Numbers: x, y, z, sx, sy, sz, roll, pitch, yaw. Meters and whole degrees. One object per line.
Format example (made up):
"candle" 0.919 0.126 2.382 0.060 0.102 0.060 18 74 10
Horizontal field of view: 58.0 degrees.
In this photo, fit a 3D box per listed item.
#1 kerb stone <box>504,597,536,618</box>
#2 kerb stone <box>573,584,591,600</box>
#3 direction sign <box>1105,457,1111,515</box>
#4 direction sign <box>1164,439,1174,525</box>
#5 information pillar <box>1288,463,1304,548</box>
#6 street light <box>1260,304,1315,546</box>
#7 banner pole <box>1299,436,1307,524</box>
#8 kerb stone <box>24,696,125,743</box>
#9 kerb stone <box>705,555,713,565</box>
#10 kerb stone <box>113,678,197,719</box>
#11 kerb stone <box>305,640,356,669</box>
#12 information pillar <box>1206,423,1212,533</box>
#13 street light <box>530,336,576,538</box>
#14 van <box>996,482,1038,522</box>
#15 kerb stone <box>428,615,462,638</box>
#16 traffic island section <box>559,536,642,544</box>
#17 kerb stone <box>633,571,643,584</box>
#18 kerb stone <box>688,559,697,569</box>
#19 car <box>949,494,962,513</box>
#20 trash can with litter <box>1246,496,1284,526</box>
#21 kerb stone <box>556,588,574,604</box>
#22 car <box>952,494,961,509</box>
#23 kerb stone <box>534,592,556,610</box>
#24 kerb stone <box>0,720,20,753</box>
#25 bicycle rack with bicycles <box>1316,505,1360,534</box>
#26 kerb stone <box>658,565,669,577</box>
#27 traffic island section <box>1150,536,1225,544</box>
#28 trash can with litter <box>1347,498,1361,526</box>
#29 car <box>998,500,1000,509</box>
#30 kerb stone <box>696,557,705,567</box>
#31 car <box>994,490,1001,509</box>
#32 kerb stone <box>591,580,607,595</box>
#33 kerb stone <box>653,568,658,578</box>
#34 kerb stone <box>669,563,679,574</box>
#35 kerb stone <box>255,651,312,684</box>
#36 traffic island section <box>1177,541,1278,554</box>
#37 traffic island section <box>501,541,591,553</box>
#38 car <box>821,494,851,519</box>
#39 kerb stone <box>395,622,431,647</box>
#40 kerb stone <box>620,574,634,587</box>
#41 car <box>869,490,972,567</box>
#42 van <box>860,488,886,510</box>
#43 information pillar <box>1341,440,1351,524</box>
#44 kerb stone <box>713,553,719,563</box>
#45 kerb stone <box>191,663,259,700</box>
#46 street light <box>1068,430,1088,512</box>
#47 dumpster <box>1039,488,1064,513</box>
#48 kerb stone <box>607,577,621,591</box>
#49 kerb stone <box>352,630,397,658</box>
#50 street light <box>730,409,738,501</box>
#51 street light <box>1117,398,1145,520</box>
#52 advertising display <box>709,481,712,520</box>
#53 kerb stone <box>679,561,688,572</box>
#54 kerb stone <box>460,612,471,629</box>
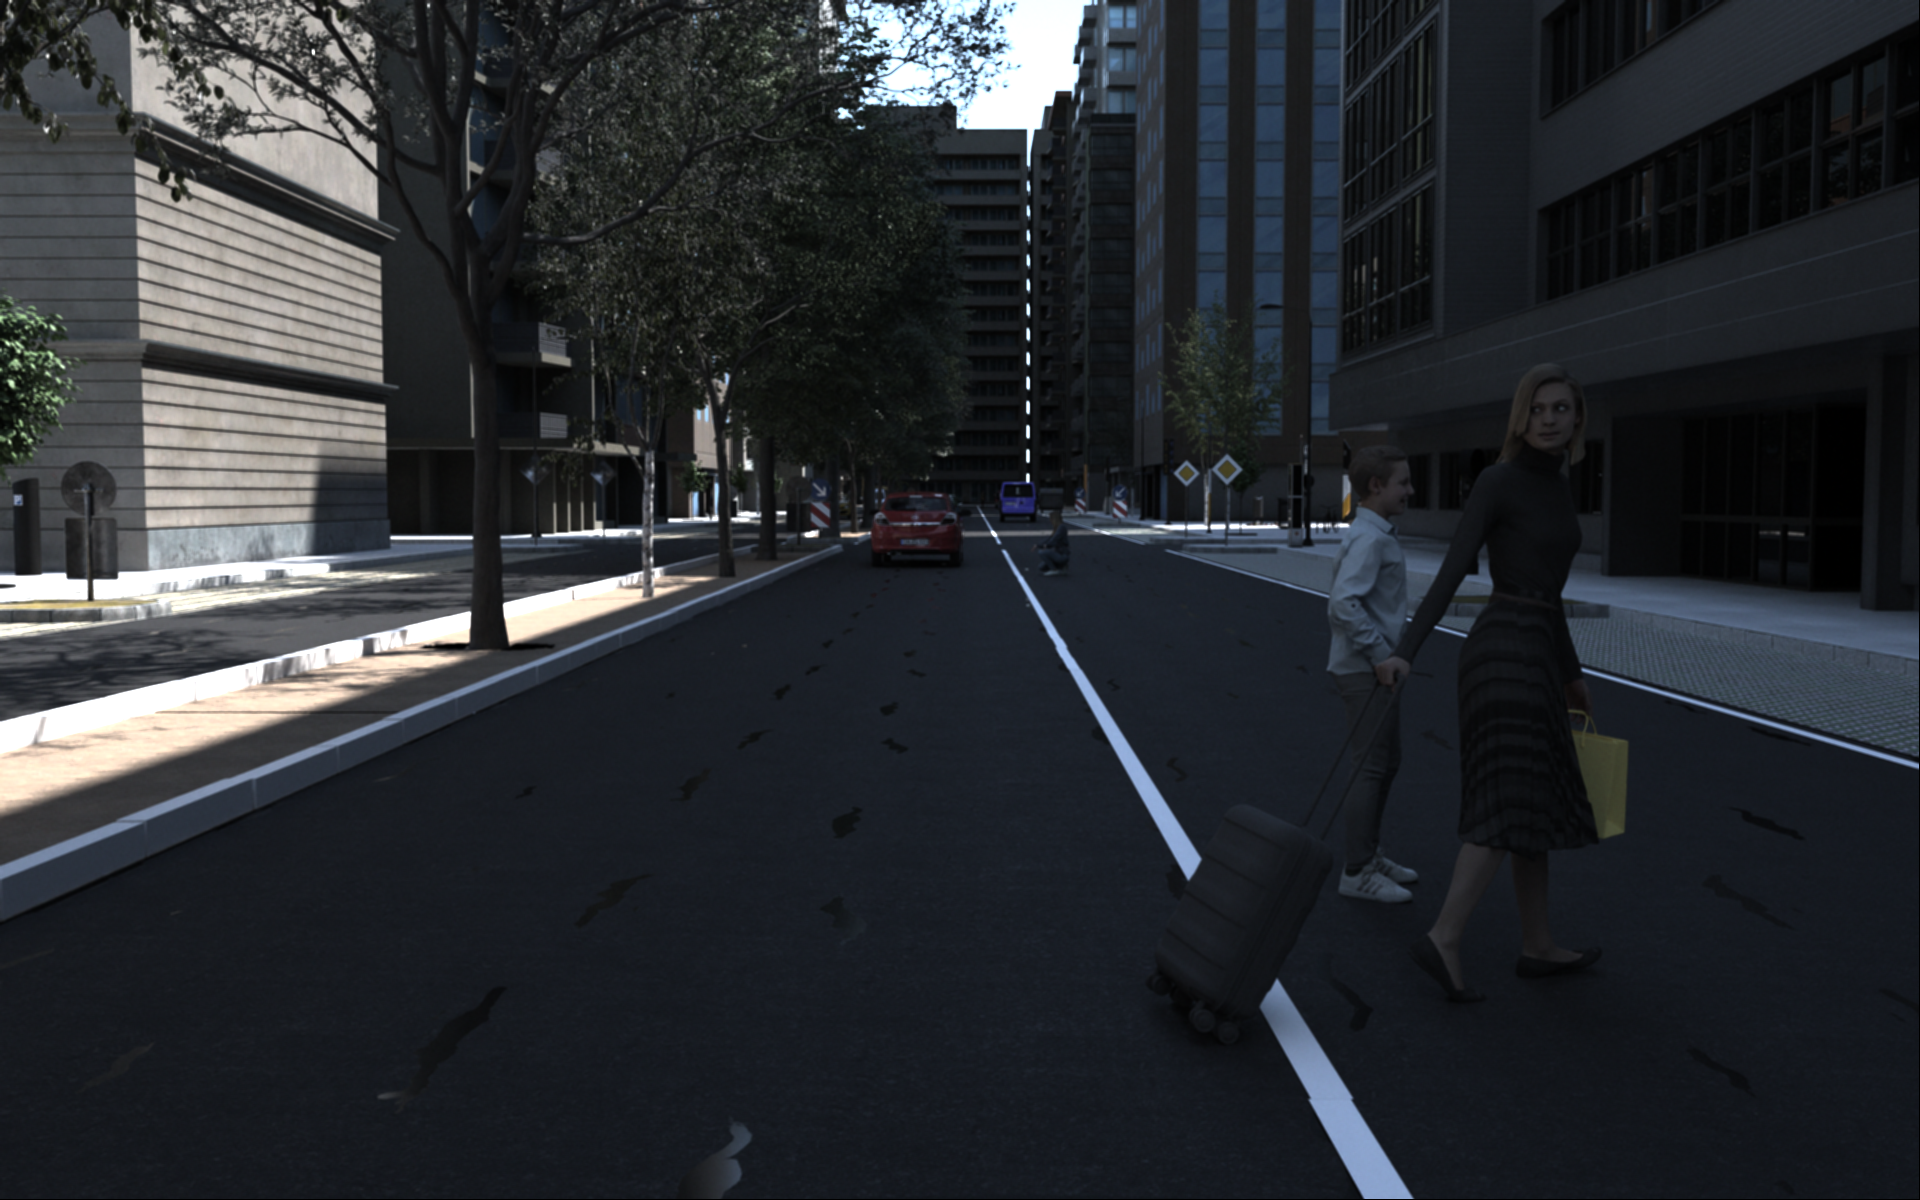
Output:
"kerb stone" -5.273 0.095 20.644 0.120 0.150 1.000 0 4 0
"kerb stone" -5.255 -0.093 23.713 0.120 0.150 1.000 0 4 0
"direction sign" 9.153 -7.046 107.196 0.379 3.537 0.876 1 4 18
"direction sign" 8.597 -4.855 71.379 0.379 3.537 0.876 -1 4 -20
"information pillar" 8.054 -2.266 41.548 0.304 2.012 0.304 0 4 -3
"street light" 8.011 -4.273 42.401 1.470 5.913 1.316 0 4 0
"banner pole" 14.766 -5.154 74.284 0.863 3.779 0.401 -2 4 -34
"kerb stone" -5.334 0.722 10.393 0.120 0.150 1.000 0 4 0
"kerb stone" -5.190 -0.784 35.019 0.120 0.150 1.000 0 4 0
"kerb stone" -5.330 0.659 11.418 0.120 0.150 1.000 0 4 0
"kerb stone" -5.313 0.472 14.498 0.120 0.150 1.000 0 4 0
"information pillar" 8.187 -4.003 56.802 0.183 3.616 0.504 0 4 7
"street light" -11.939 -4.790 50.860 1.470 5.913 1.316 0 4 0
"van" 3.004 -5.253 90.268 2.240 2.365 5.245 0 4 1
"kerb stone" -5.288 0.283 17.573 0.120 0.150 1.000 0 4 0
"traffic island section" -10.488 -1.752 50.929 2.009 0.180 2.903 0 4 0
"kerb stone" -5.232 -0.343 27.828 0.120 0.150 1.000 0 4 0
"kerb stone" -5.197 -0.656 32.970 0.120 0.150 1.000 0 4 0
"car" -0.954 -4.363 83.132 2.131 1.459 4.920 0 4 0
"trash can with litter" 12.473 -3.632 70.448 2.233 1.210 1.678 -3 4 -38
"kerb stone" -5.263 -0.026 22.692 0.120 0.150 1.000 0 4 0
"car" -0.973 -9.522 167.486 2.131 1.459 4.920 0 4 1
"kerb stone" -5.268 0.032 21.666 0.120 0.150 1.000 0 4 0
"kerb stone" -5.337 0.784 9.371 0.120 0.150 1.000 0 4 0
"bicycle rack with bicycles" 12.871 -2.652 56.745 2.852 0.926 2.925 1 4 20
"kerb stone" -5.219 -0.470 29.888 0.120 0.150 1.000 0 4 0
"traffic island section" 6.653 -1.746 50.824 2.009 0.180 2.903 0 4 0
"trash can with litter" 16.055 -3.583 69.967 0.624 1.170 1.055 -2 4 -29
"car" 4.533 -9.207 162.332 2.131 1.459 4.920 0 4 -2
"kerb stone" -5.194 -0.717 33.992 0.120 0.150 1.000 0 4 0
"car" 4.477 -9.965 171.597 2.281 1.827 5.304 0 4 1
"kerb stone" -5.247 -0.152 24.739 0.120 0.150 1.000 0 4 0
"kerb stone" -5.224 -0.405 28.859 0.120 0.150 1.000 0 4 0
"kerb stone" -5.206 -0.533 30.915 0.120 0.150 1.000 0 4 0
"kerb stone" -5.316 0.535 13.477 0.120 0.150 1.000 0 4 0
"traffic island section" 6.606 -1.257 42.839 2.009 0.180 2.903 0 4 0
"traffic island section" -10.535 -1.264 42.944 2.009 0.180 2.903 0 4 0
"car" -7.213 -5.619 102.094 2.015 1.641 3.980 0 4 -1
"kerb stone" -5.293 0.345 16.551 0.120 0.150 1.000 0 4 0
"kerb stone" -5.240 -0.279 26.805 0.120 0.150 1.000 0 4 0
"car" -0.837 -1.626 35.633 2.155 1.783 4.494 0 4 1
"van" -5.854 -6.889 119.644 2.013 2.044 4.112 0 4 -1
"information pillar" 16.731 -5.113 74.945 0.183 3.616 0.504 -1 4 -20
"kerb stone" -5.183 -0.844 36.048 0.120 0.150 1.000 0 4 0
"kerb stone" -5.324 0.598 12.445 0.120 0.150 1.000 0 4 0
"street light" 8.552 -9.365 125.664 1.470 5.913 1.316 0 4 0
"dumpster" 6.785 -7.368 128.675 1.865 1.857 1.264 0 4 0
"kerb stone" -5.242 -0.213 25.769 0.120 0.150 1.000 0 4 0
"kerb stone" -5.302 0.408 15.530 0.120 0.150 1.000 0 4 0
"street light" -11.730 -7.342 92.582 1.470 5.913 1.316 0 4 0
"street light" 8.337 -6.834 84.273 1.470 5.913 1.316 0 4 0
"advertising display" -12.520 -5.003 87.010 0.123 1.923 0.974 0 4 -6
"kerb stone" -5.207 -0.596 31.944 0.120 0.150 1.000 0 4 0
"kerb stone" -5.285 0.224 18.596 0.120 0.150 1.000 0 4 0
